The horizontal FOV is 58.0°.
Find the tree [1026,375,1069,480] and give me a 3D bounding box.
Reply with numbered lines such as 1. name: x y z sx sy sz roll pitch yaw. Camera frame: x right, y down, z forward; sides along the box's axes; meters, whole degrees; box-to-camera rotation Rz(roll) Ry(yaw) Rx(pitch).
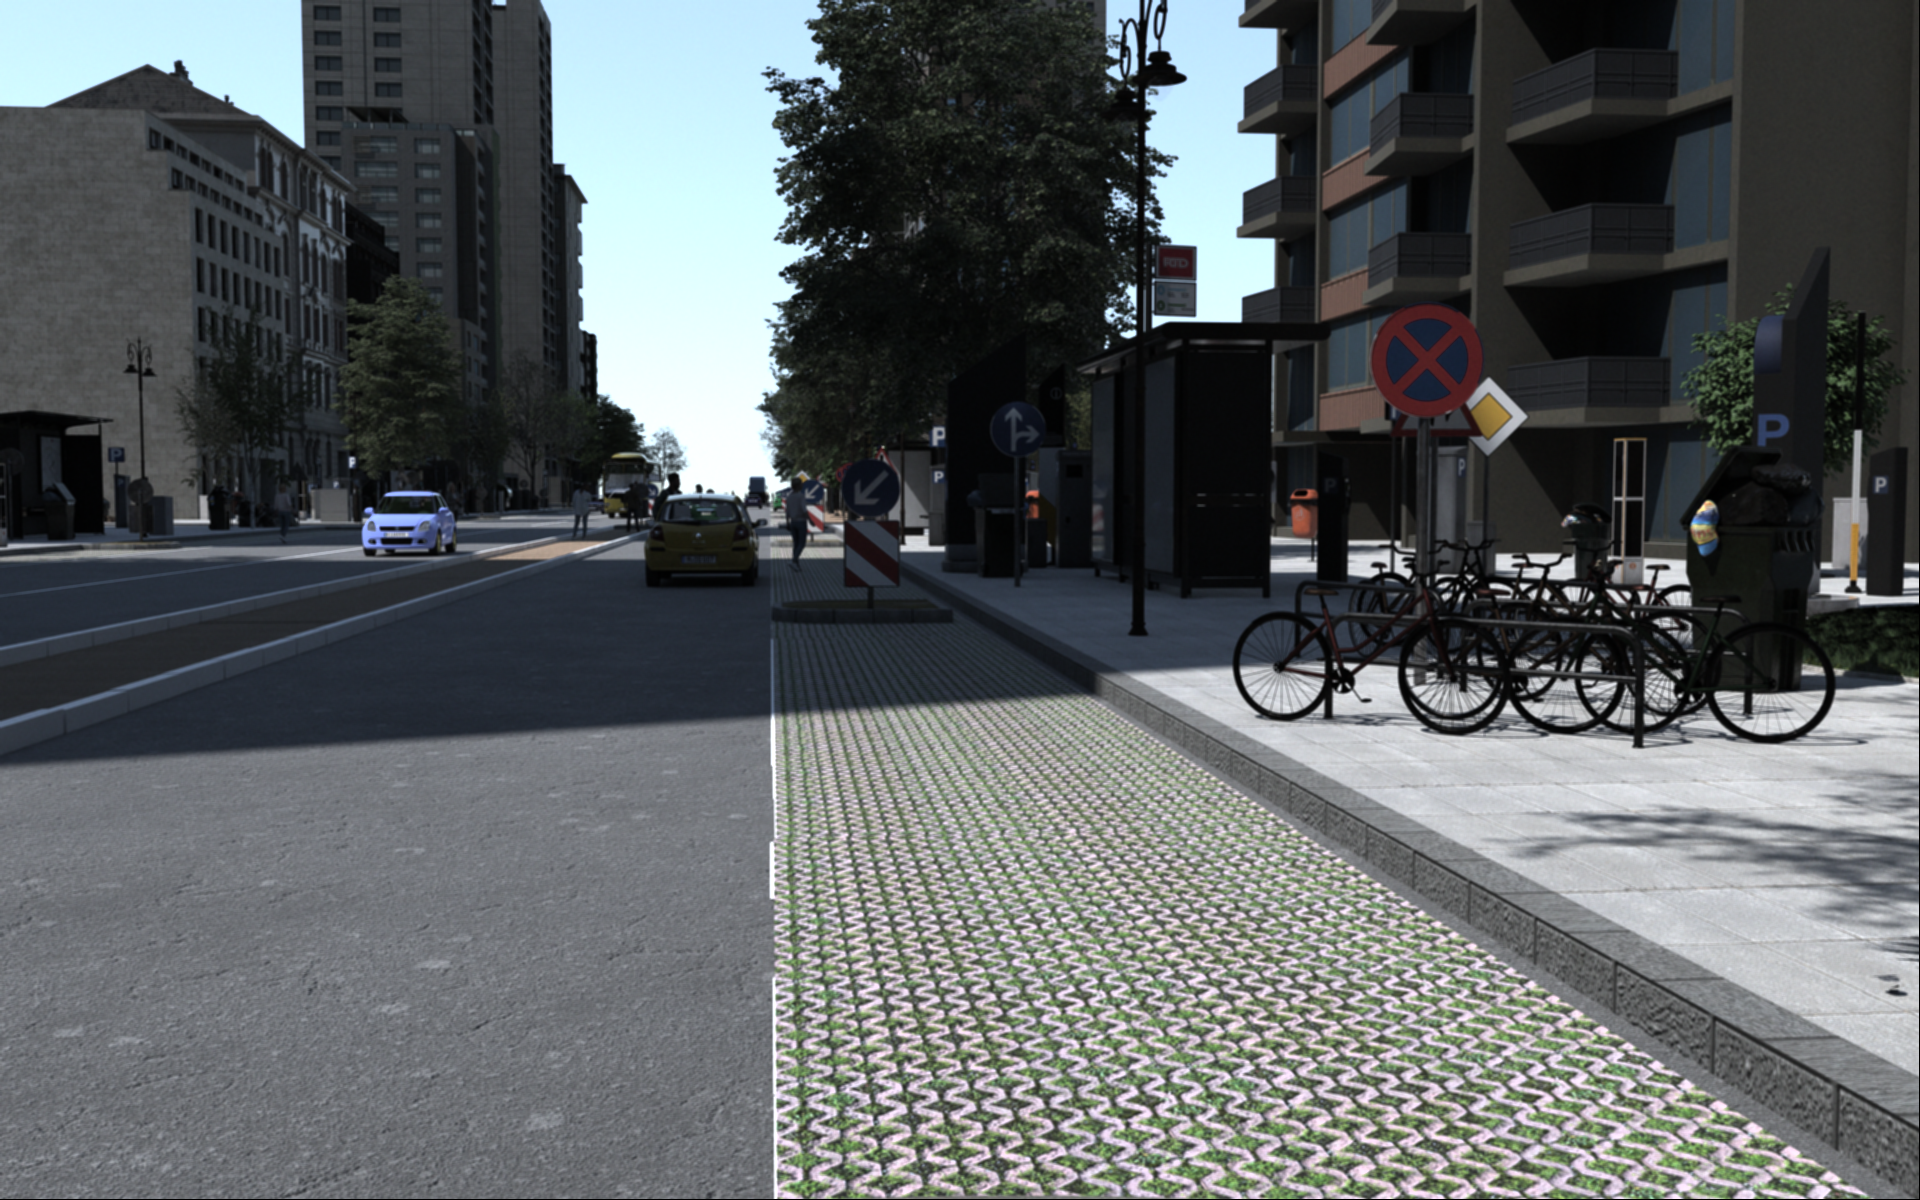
1. tree: 3.186 -8.582 90.672 4.360 8.622 3.978 0 3 0

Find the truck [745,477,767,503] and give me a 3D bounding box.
1. truck: -30.868 -16.638 261.793 2.967 4.110 18.799 0 4 -4

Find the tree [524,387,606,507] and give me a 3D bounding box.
1. tree: -38.372 -14.877 168.994 9.928 11.665 9.643 0 3 0

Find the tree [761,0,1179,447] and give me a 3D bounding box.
1. tree: 0.282 -7.956 36.737 9.857 13.997 8.962 0 3 0

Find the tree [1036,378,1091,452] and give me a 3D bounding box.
1. tree: 7.260 -9.497 105.646 4.737 8.622 4.395 0 3 0

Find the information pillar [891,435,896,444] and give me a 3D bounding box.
1. information pillar: -2.461 -4.483 64.653 0.183 3.616 0.504 1 4 16

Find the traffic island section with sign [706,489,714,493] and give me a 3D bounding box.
1. traffic island section with sign: -22.121 -8.873 153.203 2.006 1.907 1.989 0 4 -6

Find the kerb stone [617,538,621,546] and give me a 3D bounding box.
1. kerb stone: -9.488 -1.547 47.550 0.120 0.150 1.000 0 4 -6

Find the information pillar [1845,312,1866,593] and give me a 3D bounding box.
1. information pillar: 11.673 -1.907 22.532 0.183 3.616 0.504 2 4 26

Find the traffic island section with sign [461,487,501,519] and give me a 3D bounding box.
1. traffic island section with sign: -27.326 -5.519 98.864 1.989 1.847 2.006 0 4 -6

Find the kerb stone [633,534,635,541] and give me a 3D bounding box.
1. kerb stone: -10.046 -1.863 52.654 0.120 0.150 1.000 0 4 -6

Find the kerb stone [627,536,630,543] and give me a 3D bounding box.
1. kerb stone: -9.829 -1.733 50.621 0.120 0.150 1.000 0 4 -6

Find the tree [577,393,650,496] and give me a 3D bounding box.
1. tree: -39.848 -16.924 194.829 7.486 12.596 7.792 0 3 0

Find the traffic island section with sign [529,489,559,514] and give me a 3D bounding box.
1. traffic island section with sign: -30.338 -7.199 126.325 1.989 1.847 2.006 0 4 -6

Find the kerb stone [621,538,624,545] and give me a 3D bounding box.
1. kerb stone: -9.599 -1.612 48.580 0.120 0.150 1.000 0 4 -6

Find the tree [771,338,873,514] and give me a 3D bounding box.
1. tree: -8.485 -11.903 112.737 7.486 12.596 7.792 0 3 0

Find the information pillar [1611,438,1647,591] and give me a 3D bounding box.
1. information pillar: 8.851 -1.127 22.925 0.304 2.012 0.304 0 4 -6

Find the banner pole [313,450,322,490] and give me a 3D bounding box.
1. banner pole: -36.905 -6.694 99.467 0.401 3.779 0.863 1 4 17

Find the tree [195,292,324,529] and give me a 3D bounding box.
1. tree: -25.910 -6.929 63.659 4.737 8.622 4.395 0 3 0

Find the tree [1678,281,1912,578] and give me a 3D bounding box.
1. tree: 12.932 -2.641 26.899 4.285 4.588 4.351 0 3 0

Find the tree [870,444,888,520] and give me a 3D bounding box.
1. tree: -2.637 -3.899 58.347 1.663 3.219 1.824 0 3 0

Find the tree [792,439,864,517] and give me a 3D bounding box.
1. tree: -6.589 -7.020 98.499 4.285 4.588 4.351 0 3 0

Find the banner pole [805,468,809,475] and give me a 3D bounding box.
1. banner pole: -13.040 -9.667 148.064 0.401 3.779 0.863 -3 4 -39

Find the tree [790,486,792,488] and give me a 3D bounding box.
1. tree: -29.583 -19.046 306.004 1.663 3.219 1.824 0 3 0

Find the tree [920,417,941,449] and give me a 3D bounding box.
1. tree: -3.393 -10.552 122.881 4.360 8.622 3.978 0 3 0

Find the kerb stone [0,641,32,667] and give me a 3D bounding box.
1. kerb stone: -7.999 0.463 14.661 0.120 0.150 1.000 0 4 -6

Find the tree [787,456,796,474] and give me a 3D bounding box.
1. tree: -19.758 -16.394 218.409 4.737 8.622 4.395 0 3 0

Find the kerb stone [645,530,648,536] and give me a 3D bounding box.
1. kerb stone: -10.600 -2.174 57.746 0.120 0.150 1.000 0 4 -6

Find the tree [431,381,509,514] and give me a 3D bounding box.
1. tree: -31.100 -9.896 112.164 4.360 8.622 3.978 0 3 0

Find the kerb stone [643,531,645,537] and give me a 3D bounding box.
1. kerb stone: -10.492 -2.112 56.728 0.120 0.150 1.000 0 4 -6

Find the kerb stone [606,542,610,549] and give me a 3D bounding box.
1. kerb stone: -9.153 -1.357 44.499 0.120 0.150 1.000 0 4 -6

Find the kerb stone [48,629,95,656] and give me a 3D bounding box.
1. kerb stone: -8.116 0.398 15.689 0.120 0.150 1.000 0 4 -6

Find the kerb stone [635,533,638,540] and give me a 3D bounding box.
1. kerb stone: -10.153 -1.925 53.671 0.120 0.150 1.000 0 4 -6

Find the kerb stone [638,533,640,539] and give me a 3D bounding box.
1. kerb stone: -10.269 -1.987 54.687 0.120 0.150 1.000 0 4 -6

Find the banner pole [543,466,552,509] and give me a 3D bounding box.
1. banner pole: -36.150 -9.886 151.654 0.863 3.779 0.401 -3 5 -40

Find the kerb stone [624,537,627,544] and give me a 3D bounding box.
1. kerb stone: -9.709 -1.676 49.602 0.120 0.150 1.000 0 4 -6

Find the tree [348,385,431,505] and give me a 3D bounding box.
1. tree: -38.543 -10.160 116.485 4.360 8.622 3.978 0 3 0

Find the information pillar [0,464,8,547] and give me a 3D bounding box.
1. information pillar: -23.184 -2.275 41.688 0.304 2.012 0.304 0 4 1

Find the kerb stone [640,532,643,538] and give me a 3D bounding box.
1. kerb stone: -10.375 -2.050 55.710 0.120 0.150 1.000 0 4 -6

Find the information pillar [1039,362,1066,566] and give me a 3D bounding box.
1. information pillar: 1.656 -2.417 30.879 0.504 3.616 0.183 1 4 22

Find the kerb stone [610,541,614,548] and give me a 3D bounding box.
1. kerb stone: -9.262 -1.426 45.515 0.120 0.150 1.000 0 4 -6

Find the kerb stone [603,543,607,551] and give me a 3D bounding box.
1. kerb stone: -9.044 -1.302 43.482 0.120 0.150 1.000 0 4 -6

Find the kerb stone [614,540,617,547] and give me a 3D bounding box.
1. kerb stone: -9.380 -1.488 46.530 0.120 0.150 1.000 0 4 -6

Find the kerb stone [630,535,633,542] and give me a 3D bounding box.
1. kerb stone: -9.934 -1.794 51.638 0.120 0.150 1.000 0 4 -6

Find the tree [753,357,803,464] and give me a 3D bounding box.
1. tree: -23.950 -23.510 240.275 12.611 20.169 13.585 0 3 0

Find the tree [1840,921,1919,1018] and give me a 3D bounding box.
1. tree: 2.966 -5.718 3.855 12.009 13.543 11.850 0 3 0

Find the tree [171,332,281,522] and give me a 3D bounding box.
1. tree: -32.863 -7.803 77.934 4.360 8.622 3.978 0 3 0

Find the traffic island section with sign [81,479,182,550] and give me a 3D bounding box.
1. traffic island section with sign: -21.441 -2.225 45.001 1.989 1.847 2.006 0 4 -6

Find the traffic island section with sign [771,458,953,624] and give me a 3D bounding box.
1. traffic island section with sign: -1.174 -0.693 19.952 1.989 1.847 2.006 0 4 -6

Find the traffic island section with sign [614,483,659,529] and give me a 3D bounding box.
1. traffic island section with sign: -13.145 -3.854 71.145 2.006 1.907 1.989 0 4 -6

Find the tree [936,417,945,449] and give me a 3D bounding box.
1. tree: -0.960 -11.968 146.039 4.737 8.622 4.395 0 3 0

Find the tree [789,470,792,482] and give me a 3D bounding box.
1. tree: -10.211 -9.134 133.059 4.285 4.588 4.351 0 3 0

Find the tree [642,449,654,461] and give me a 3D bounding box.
1. tree: -49.980 -19.827 274.540 4.737 8.622 4.395 0 3 0

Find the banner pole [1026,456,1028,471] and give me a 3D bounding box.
1. banner pole: 2.840 -5.586 81.346 0.863 3.779 0.401 -2 4 -23

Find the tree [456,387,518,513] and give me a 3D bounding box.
1. tree: -32.100 -10.305 118.843 4.737 8.622 4.395 0 3 0

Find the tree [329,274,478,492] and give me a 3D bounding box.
1. tree: -28.727 -10.496 89.738 7.486 12.596 7.792 0 3 0
